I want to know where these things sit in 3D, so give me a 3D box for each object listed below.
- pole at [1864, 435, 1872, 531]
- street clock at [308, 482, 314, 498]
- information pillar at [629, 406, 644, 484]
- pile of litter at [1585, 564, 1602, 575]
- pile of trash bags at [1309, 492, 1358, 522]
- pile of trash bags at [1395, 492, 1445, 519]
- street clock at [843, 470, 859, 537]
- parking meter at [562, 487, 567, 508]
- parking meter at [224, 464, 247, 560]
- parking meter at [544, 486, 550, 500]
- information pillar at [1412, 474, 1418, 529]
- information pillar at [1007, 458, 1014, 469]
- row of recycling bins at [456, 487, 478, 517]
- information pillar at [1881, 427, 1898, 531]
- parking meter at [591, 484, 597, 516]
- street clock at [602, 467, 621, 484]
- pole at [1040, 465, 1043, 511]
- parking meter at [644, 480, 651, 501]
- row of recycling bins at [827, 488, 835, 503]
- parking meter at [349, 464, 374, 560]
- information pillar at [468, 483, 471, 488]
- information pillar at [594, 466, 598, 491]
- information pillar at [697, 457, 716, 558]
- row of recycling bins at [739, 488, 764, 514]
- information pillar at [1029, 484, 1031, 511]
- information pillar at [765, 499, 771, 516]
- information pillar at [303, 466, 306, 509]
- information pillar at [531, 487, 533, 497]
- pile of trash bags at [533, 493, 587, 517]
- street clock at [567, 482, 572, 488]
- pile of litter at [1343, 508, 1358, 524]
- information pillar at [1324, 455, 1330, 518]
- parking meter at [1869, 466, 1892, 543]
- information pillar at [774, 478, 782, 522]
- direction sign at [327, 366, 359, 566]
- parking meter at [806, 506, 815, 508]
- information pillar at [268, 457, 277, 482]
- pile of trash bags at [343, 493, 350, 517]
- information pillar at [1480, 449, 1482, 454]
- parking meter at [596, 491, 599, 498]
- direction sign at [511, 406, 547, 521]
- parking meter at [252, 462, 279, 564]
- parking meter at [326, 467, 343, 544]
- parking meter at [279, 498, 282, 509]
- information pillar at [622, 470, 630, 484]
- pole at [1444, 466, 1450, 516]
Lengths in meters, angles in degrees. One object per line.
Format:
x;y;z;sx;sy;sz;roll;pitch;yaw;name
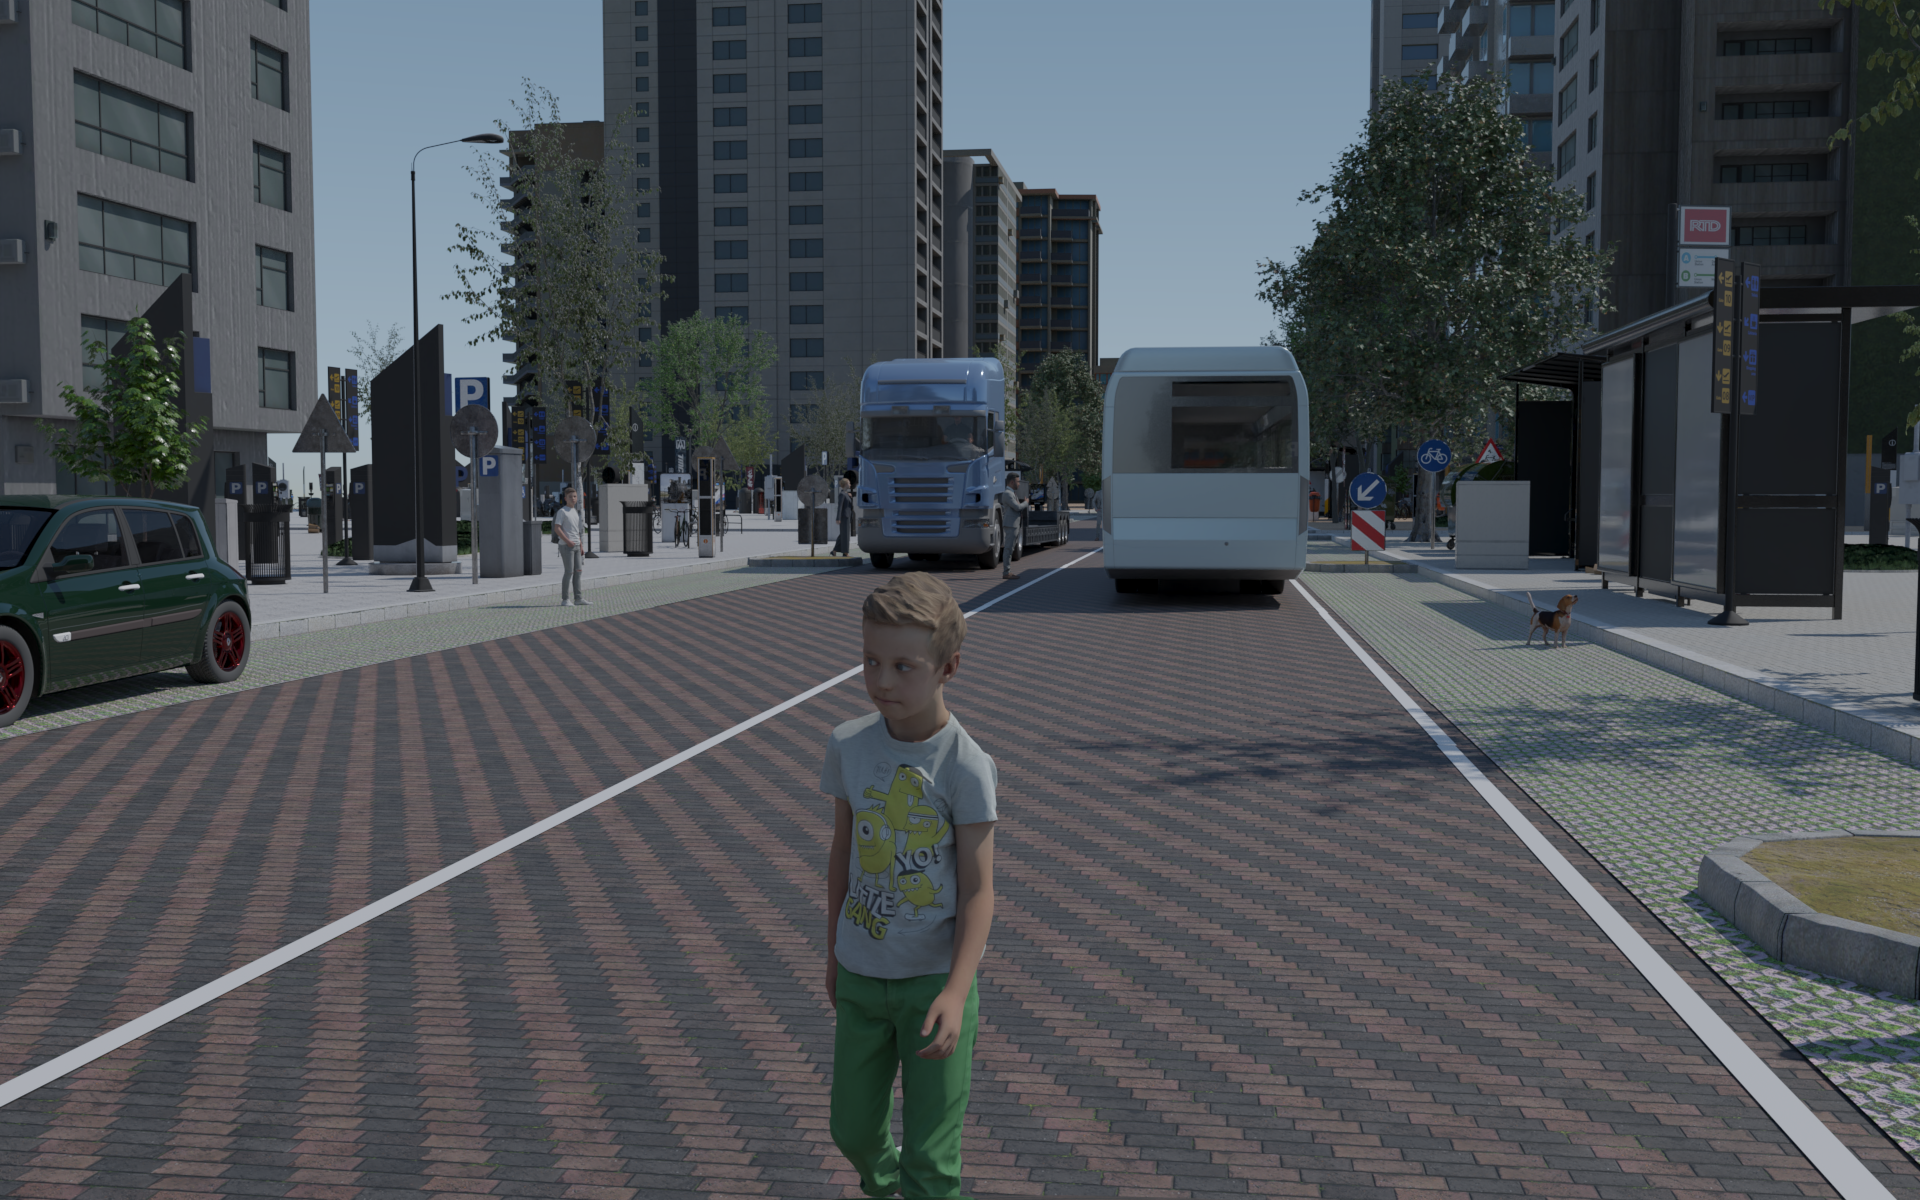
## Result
31.482;-4.050;60.054;0.158;3.312;0.155;0;3;0;pole
-40.104;-6.268;107.058;0.358;2.002;0.471;-1;4;-21;street clock
-8.658;-3.364;46.364;0.183;3.616;0.504;2;4;30;information pillar
10.637;-0.827;27.488;1.176;0.858;1.719;0;4;1;pile of litter
17.628;-4.246;79.177;3.447;1.369;1.912;1;4;18;pile of trash bags
24.410;-4.971;91.033;1.912;1.369;3.447;-2;4;-25;pile of trash bags
-3.251;-2.904;52.048;0.471;2.002;0.358;2;4;26;street clock
-31.391;-8.062;137.519;0.399;1.863;0.255;-3;5;-41;parking meter
-14.002;-1.699;33.493;0.399;1.863;0.255;-1;4;-21;parking meter
-28.354;-6.922;118.891;0.255;1.863;0.399;-2;4;-34;parking meter
16.489;-3.532;62.247;0.304;2.012;0.304;-2;4;-29;information pillar
3.279;-7.342;111.403;0.504;3.616;0.183;-2;4;-27;information pillar
-28.229;-5.421;95.743;3.534;1.692;1.069;0;4;2;row of recycling bins
32.422;-4.226;60.450;0.504;3.616;0.183;2;4;32;information pillar
-21.489;-5.872;101.715;0.255;1.863;0.399;-1;4;-17;parking meter
-9.182;-2.514;45.666;0.471;2.002;0.358;2;4;30;street clock
5.501;-7.541;117.140;0.158;3.312;0.155;0;3;0;pole
-12.419;-3.836;68.434;0.399;1.863;0.255;-3;5;-43;parking meter
-8.236;-6.944;120.641;3.534;1.692;1.069;2;4;33;row of recycling bins
-11.588;-1.702;33.534;0.399;1.863;0.255;0;4;3;parking meter
-33.831;-7.060;119.928;0.304;2.012;0.304;3;4;38;information pillar
-29.954;-9.247;142.542;0.183;3.616;0.504;-3;5;-43;information pillar
-5.092;-1.854;34.810;0.304;2.012;0.304;0;4;2;information pillar
-12.704;-6.497;113.331;3.534;1.692;1.069;-1;4;-19;row of recycling bins
4.939;-7.339;124.488;0.304;2.012;0.304;0;4;-6;information pillar
-11.348;-5.972;102.139;0.304;2.012;0.304;-1;4;-16;information pillar
-55.173;-9.441;145.721;0.183;3.616;0.504;-1;4;-13;information pillar
-31.629;-7.513;127.322;0.304;2.012;0.304;3;5;42;information pillar
-22.518;-5.300;96.409;3.447;1.369;1.912;-1;4;-20;pile of trash bags
-24.178;-6.311;107.748;0.358;2.002;0.471;2;4;24;street clock
16.907;-3.664;73.868;1.176;0.858;1.719;1;4;9;pile of litter
20.116;-6.302;94.391;0.504;3.616;0.183;2;4;28;information pillar
19.060;-1.844;35.856;0.399;1.863;0.255;2;4;28;parking meter
-8.415;-4.619;80.017;0.304;2.012;0.304;-1;4;-19;information pillar
-11.068;-2.395;31.158;0.379;3.537;0.876;1;4;14;direction sign
-7.060;-4.653;81.792;0.399;1.863;0.255;3;5;42;parking meter
-42.732;-7.113;107.644;0.504;3.616;0.183;-2;4;-29;information pillar
-31.807;-4.993;91.381;3.447;1.369;1.912;1;4;10;pile of trash bags
23.679;-5.319;78.315;0.183;3.616;0.504;-3;5;-45;information pillar
-25.629;-6.969;122.346;0.372;1.533;0.369;0;3;0;parking meter
-11.168;-3.238;44.933;0.876;3.537;0.379;-1;4;-23;direction sign
-12.804;-1.605;31.953;0.399;1.863;0.255;0;4;1;parking meter
-13.227;-1.886;36.541;0.255;1.863;0.399;0;4;7;parking meter
-47.929;-6.947;121.999;0.372;1.533;0.369;0;3;0;parking meter
-10.307;-3.024;53.936;0.304;2.012;0.304;2;4;31;information pillar
22.259;-5.215;79.107;0.158;3.312;0.155;0;3;0;pole
